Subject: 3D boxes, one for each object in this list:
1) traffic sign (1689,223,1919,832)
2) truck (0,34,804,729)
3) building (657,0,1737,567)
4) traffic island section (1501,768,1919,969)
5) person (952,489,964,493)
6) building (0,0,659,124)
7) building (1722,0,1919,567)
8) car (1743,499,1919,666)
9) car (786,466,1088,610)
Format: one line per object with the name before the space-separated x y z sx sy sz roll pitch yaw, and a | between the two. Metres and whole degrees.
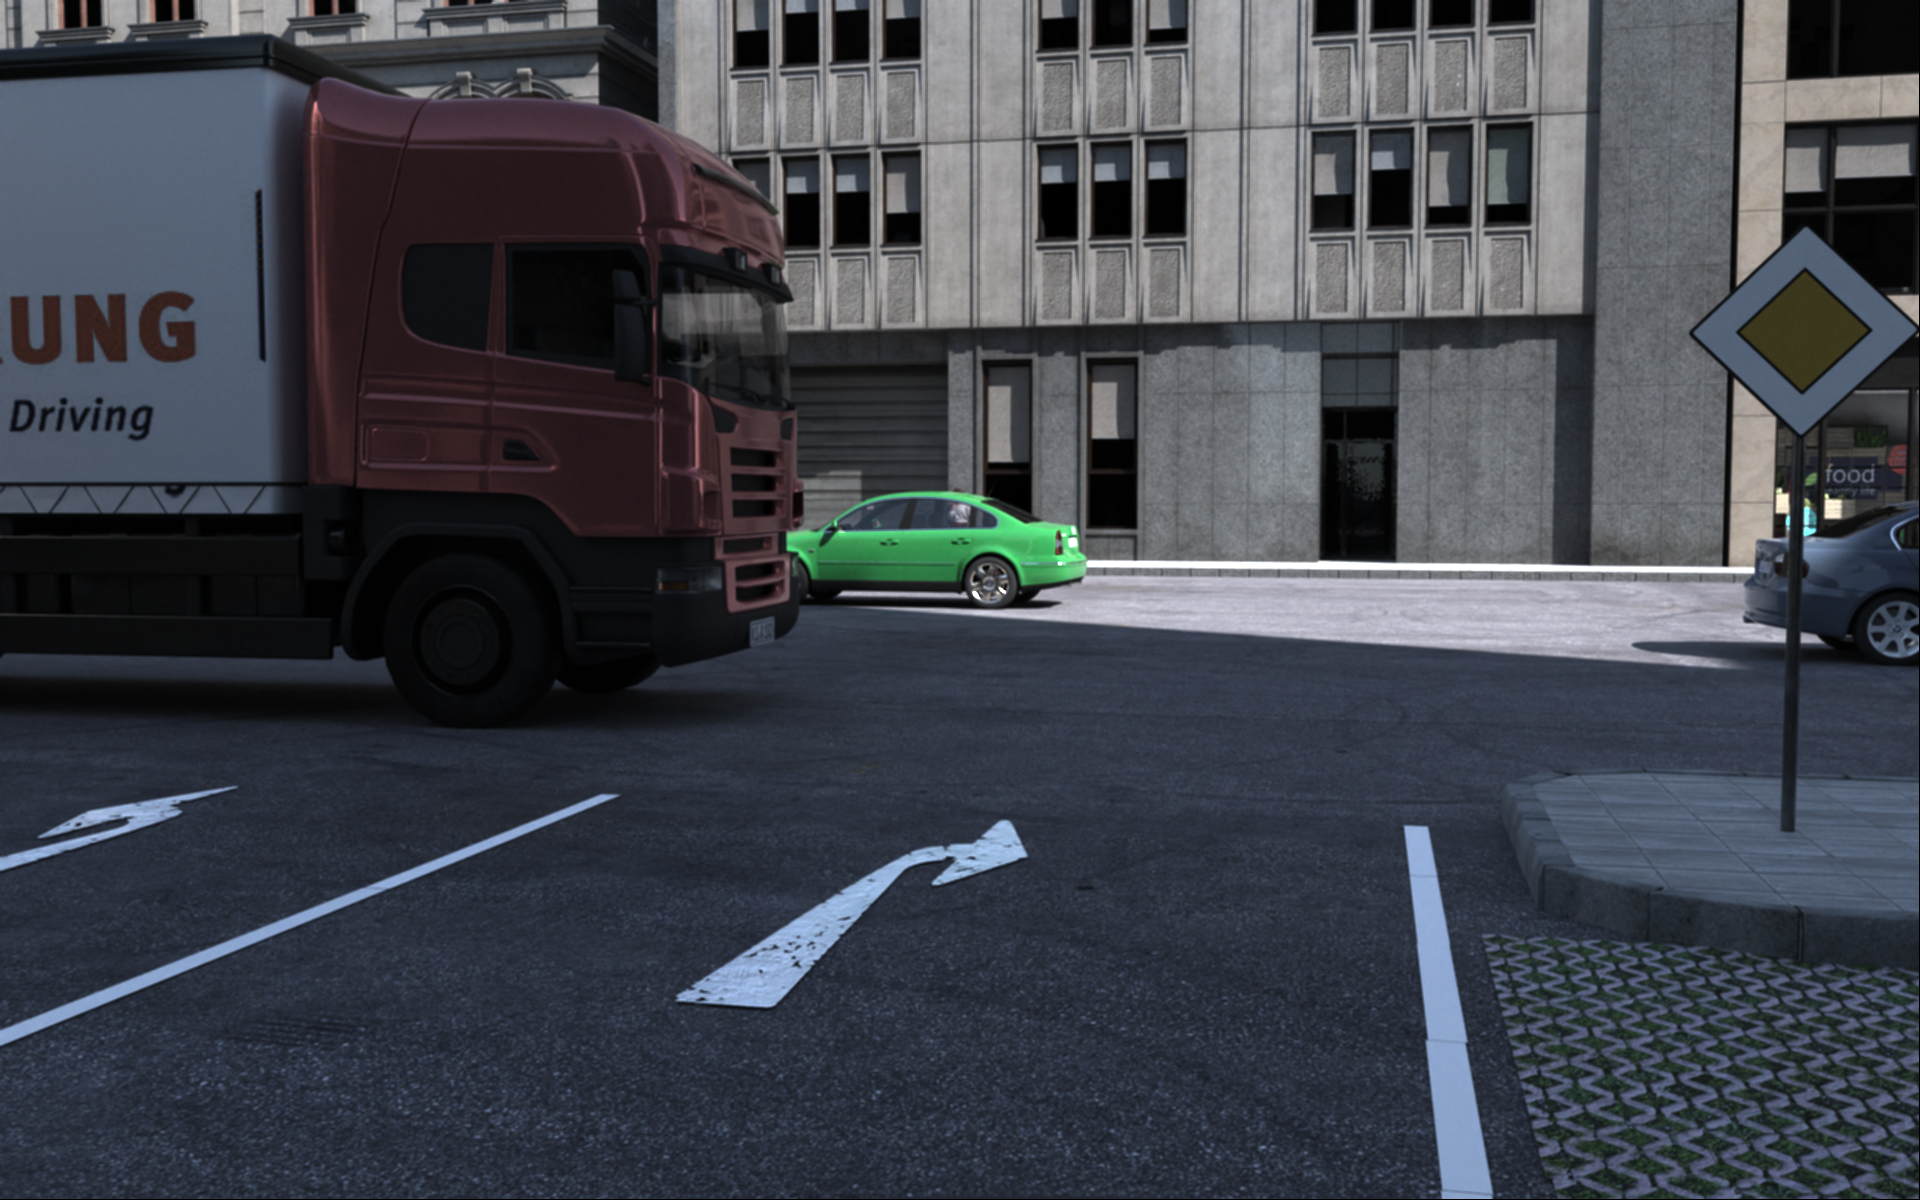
traffic sign | 3.149 -0.177 6.532 0.795 2.450 0.064 1 4 13
truck | -6.153 -1.425 12.213 11.283 4.237 2.839 1 4 11
building | 5.059 -13.437 37.717 19.932 24.808 12.078 1 4 13
traffic island section | 3.174 0.959 6.603 2.009 0.180 2.903 1 4 13
person | 0.010 -1.154 29.834 0.523 1.526 0.387 1 4 17
building | -16.823 -15.691 43.931 23.554 28.519 14.401 1 4 13
building | 32.212 -14.099 35.037 34.151 26.468 19.350 1 4 13
car | 9.225 -0.177 14.896 4.499 1.417 2.014 1 4 14
car | -0.717 -0.844 22.599 4.718 1.807 1.959 1 4 15
